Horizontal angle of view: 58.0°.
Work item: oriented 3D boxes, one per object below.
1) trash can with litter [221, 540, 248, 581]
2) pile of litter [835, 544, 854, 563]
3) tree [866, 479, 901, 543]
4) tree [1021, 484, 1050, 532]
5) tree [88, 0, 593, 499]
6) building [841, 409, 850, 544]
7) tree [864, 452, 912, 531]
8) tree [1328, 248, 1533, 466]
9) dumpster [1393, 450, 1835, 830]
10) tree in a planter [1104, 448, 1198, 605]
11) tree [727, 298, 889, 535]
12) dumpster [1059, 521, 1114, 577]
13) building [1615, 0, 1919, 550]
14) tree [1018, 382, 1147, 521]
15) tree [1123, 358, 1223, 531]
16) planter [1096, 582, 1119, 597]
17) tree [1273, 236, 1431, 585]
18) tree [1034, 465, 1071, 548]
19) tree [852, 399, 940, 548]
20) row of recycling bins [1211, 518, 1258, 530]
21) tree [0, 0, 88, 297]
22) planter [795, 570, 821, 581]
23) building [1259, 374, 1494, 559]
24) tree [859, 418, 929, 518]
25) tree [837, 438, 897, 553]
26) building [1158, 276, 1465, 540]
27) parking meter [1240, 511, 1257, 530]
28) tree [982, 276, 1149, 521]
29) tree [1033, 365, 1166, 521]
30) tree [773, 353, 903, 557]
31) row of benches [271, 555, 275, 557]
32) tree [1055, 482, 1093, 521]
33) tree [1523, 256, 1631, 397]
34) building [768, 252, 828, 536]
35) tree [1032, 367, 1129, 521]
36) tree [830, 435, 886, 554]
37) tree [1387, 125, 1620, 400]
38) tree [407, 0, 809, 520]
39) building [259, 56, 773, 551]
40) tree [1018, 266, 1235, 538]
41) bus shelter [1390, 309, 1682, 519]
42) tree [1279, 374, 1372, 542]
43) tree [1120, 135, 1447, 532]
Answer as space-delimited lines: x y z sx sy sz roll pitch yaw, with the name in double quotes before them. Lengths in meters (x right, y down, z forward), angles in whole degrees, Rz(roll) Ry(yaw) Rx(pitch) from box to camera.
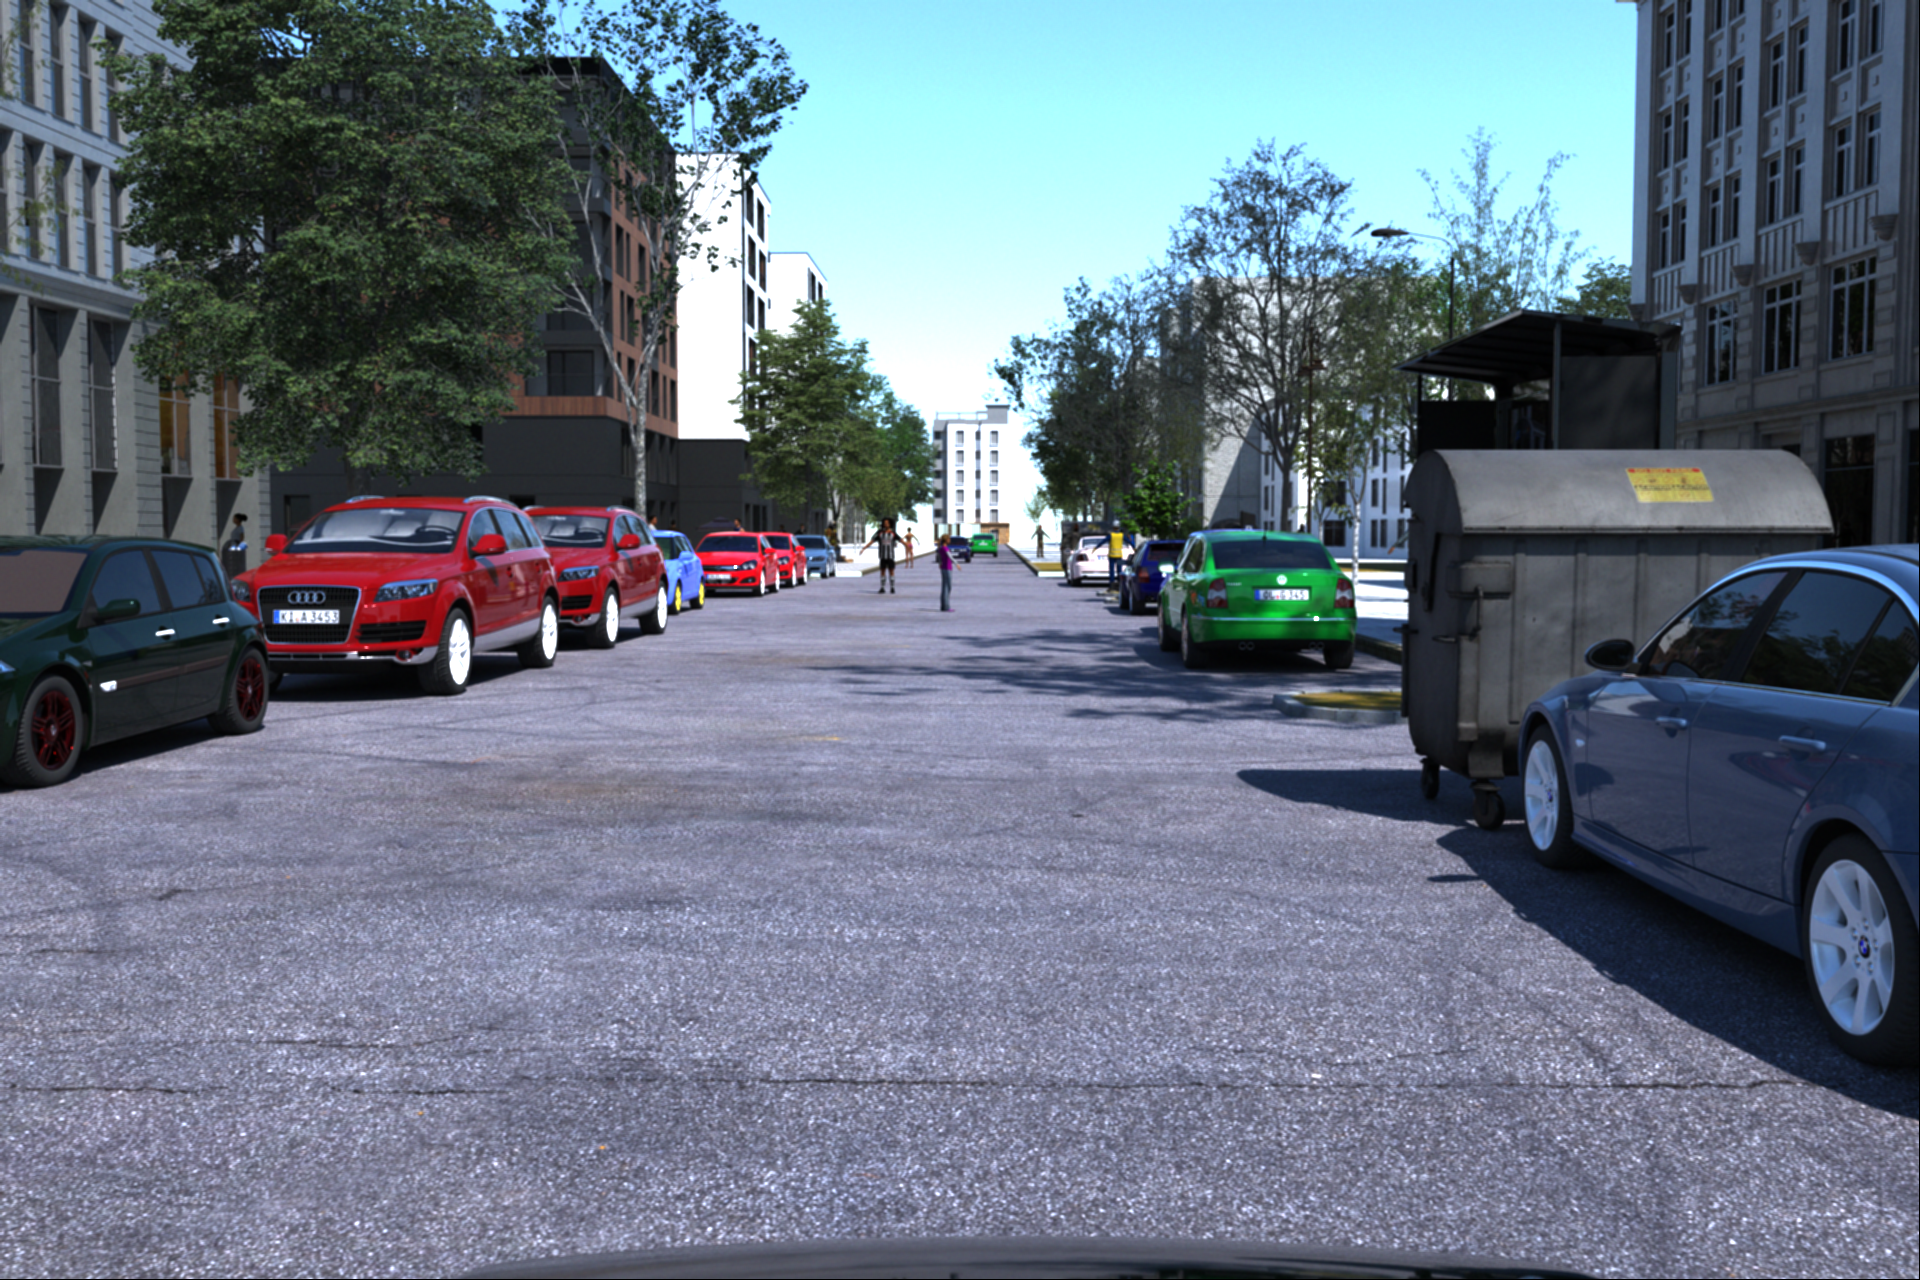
"trash can with litter" -9.176 -0.704 22.571 1.678 1.210 2.233 0 4 2
"pile of litter" -5.378 -3.948 78.518 1.176 0.858 1.719 0 4 1
"tree" -11.549 -20.594 254.836 7.486 12.596 7.792 0 3 0
"tree" 11.189 -18.538 253.459 4.737 8.622 4.395 0 3 0
"tree" -11.456 -7.725 32.960 9.857 13.997 8.962 0 3 0
"building" -23.684 -23.223 210.628 19.493 23.208 18.063 0 4 0
"tree" -6.311 -12.046 147.311 4.737 8.622 4.395 0 3 0
"tree" 17.276 -8.426 63.519 9.928 11.665 9.643 0 3 0
"dumpster" 3.254 -0.038 8.838 1.865 1.857 1.264 0 4 0
"tree in a planter" 4.016 -2.374 36.034 1.991 3.239 1.994 0 4 2
"tree" -7.264 -10.093 83.151 7.486 12.596 7.792 0 3 0
"dumpster" 4.236 -3.000 57.264 1.865 1.857 1.264 0 4 1
"building" 28.279 -14.552 49.954 10.469 25.551 25.511 0 4 1
"tree" 7.950 -10.303 102.862 8.767 10.594 7.601 -1 4 -21
"tree" 9.275 -7.434 71.907 4.360 8.622 3.978 0 3 0
"planter" 4.191 -1.172 40.303 1.991 0.319 1.994 0 4 0
"tree" 9.838 -5.656 42.831 4.360 8.622 3.978 0 3 0
"tree" 8.961 -12.855 160.547 4.737 8.622 4.395 0 3 0
"tree" -6.330 -15.771 164.509 9.857 13.997 8.962 0 3 0
"row of recycling bins" 7.229 -2.380 46.032 1.069 1.692 3.534 0 4 1
"tree" -11.622 -4.076 17.009 4.360 8.622 3.978 0 3 0
"planter" -5.340 -1.993 53.719 1.991 0.319 1.994 0 4 1
"building" 23.637 -9.543 98.174 9.099 9.664 28.070 0 4 1
"tree" -6.324 -14.020 154.987 9.928 11.665 9.643 0 3 0
"tree" -6.724 -10.314 119.002 4.737 8.622 4.395 0 3 0
"building" 24.524 -15.976 127.668 16.747 18.905 31.486 0 4 1
"parking meter" 7.327 -2.342 44.009 0.399 1.863 0.255 0 4 1
"tree" 7.990 -16.758 129.878 12.611 20.169 13.585 0 3 0
"tree" 7.602 -9.641 92.043 8.767 10.594 7.601 1 4 21
"tree" -6.996 -10.543 98.138 9.928 11.665 9.643 0 3 0
"row of benches" -27.216 -3.008 64.650 4.104 0.672 1.422 0 4 -8
"tree" 9.412 -12.173 149.386 4.737 8.622 4.395 0 3 0
"tree" 29.223 -10.417 76.981 9.857 13.997 8.962 0 3 0
"building" -25.040 -17.129 124.027 27.936 21.610 32.646 0 4 1
"tree" 8.496 -12.162 116.976 7.486 12.596 7.792 0 3 0
"tree" -6.772 -9.850 111.406 4.360 8.622 3.978 0 3 0
"tree" 10.053 -4.977 31.734 4.360 8.622 3.978 0 3 0
"tree" -11.785 -12.367 58.097 12.611 20.169 13.585 0 3 0
"building" -25.672 -15.101 90.877 27.936 21.610 32.646 0 4 0
"tree" 7.717 -10.368 79.879 12.009 13.543 11.850 0 3 0
"bus shelter" 6.795 -1.829 21.191 1.731 3.624 6.357 0 4 1
"tree" 15.045 -7.434 71.916 4.737 8.622 4.395 0 3 0
"tree" 10.023 -8.741 53.287 12.009 13.543 11.850 0 3 0
